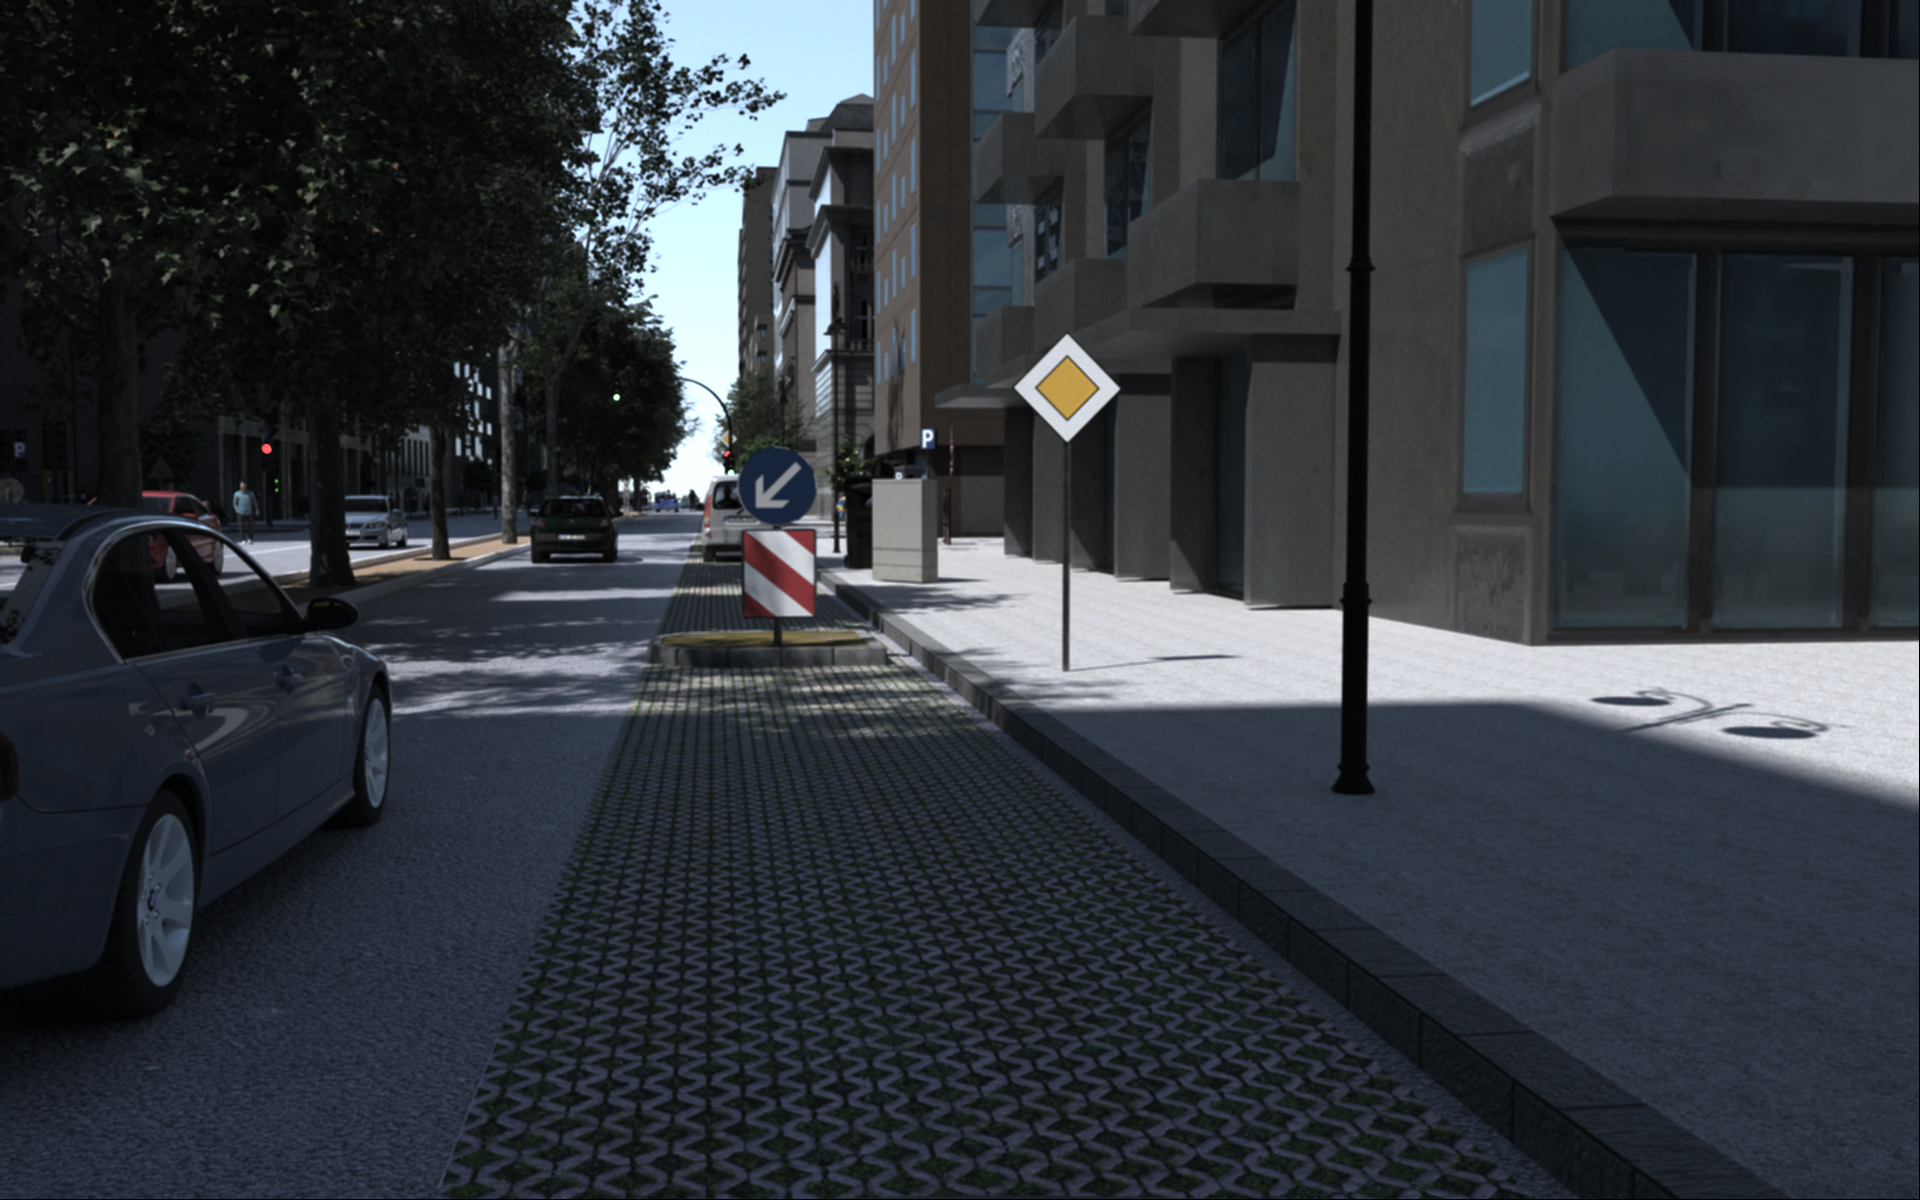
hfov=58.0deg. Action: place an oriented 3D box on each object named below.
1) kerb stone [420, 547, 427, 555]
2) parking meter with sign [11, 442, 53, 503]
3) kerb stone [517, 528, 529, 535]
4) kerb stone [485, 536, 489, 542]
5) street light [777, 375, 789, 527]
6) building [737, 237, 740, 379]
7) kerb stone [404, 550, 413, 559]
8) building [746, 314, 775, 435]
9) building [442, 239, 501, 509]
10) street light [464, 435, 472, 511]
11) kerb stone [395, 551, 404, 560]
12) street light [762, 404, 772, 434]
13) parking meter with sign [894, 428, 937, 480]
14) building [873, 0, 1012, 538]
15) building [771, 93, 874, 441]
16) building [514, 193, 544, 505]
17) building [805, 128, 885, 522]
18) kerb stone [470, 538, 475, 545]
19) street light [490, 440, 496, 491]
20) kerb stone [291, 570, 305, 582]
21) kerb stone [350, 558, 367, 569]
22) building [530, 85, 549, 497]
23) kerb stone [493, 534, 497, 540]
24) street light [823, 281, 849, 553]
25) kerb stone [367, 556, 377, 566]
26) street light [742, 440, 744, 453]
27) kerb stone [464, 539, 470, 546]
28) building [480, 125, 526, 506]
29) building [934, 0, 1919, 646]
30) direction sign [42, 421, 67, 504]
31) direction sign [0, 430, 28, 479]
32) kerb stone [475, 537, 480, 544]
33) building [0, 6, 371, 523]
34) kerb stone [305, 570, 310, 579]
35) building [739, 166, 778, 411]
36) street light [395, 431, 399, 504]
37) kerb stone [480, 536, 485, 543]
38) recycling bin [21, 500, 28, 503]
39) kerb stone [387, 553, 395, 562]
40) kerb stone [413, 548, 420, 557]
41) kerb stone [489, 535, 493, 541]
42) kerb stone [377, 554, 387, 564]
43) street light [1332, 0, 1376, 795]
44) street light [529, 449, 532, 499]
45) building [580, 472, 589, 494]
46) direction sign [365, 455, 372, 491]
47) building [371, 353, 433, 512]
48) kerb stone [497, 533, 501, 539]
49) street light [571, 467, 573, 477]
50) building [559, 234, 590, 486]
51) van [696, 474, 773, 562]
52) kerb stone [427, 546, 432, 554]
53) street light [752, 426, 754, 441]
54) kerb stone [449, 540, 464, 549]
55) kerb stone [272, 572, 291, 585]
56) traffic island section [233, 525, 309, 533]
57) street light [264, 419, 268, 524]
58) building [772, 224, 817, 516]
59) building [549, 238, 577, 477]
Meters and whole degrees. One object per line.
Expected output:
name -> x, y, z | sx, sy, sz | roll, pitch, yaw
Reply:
kerb stone -> -12.639, -1.113, 40.410 | 0.120, 0.150, 1.000 | -1, 4, -8
parking meter with sign -> -30.582, -3.748, 57.549 | 1.738, 3.016, 0.543 | 1, 4, 17
kerb stone -> -15.835, -2.480, 62.739 | 0.120, 0.150, 1.000 | -1, 4, -8
kerb stone -> -14.240, -1.797, 51.580 | 0.120, 0.150, 1.000 | -1, 4, -8
street light -> -6.863, -5.782, 67.319 | 0.468, 5.910, 1.993 | -1, 4, -8
building -> -27.353, -41.297, 298.911 | 21.300, 48.544, 21.600 | -1, 4, -8
kerb stone -> -12.333, -0.990, 38.378 | 0.120, 0.150, 1.000 | -1, 4, -8
building -> -11.875, -22.411, 211.463 | 27.650, 21.520, 28.899 | -1, 4, -8
building -> -55.939, -33.035, 159.733 | 23.786, 49.044, 30.456 | -1, 4, -8
street light -> -37.798, -9.815, 133.267 | 0.468, 5.910, 1.993 | -1, 4, -8
kerb stone -> -12.197, -0.921, 37.359 | 0.120, 0.150, 1.000 | -1, 4, -8
street light -> -9.875, -7.098, 88.837 | 0.468, 5.910, 1.993 | -1, 4, -8
parking meter with sign -> -1.392, -3.009, 45.452 | 0.543, 3.016, 1.738 | 3, 5, 43
building -> 4.676, -24.875, 56.818 | 14.600, 45.320, 14.200 | -1, 4, -8
building -> -8.712, -21.953, 136.417 | 11.434, 29.767, 29.804 | -1, 4, -8
building -> -58.625, -32.235, 210.629 | 14.154, 41.232, 14.086 | -1, 4, -8
building -> 4.741, -14.931, 85.914 | 24.055, 21.916, 13.314 | -1, 4, -8
kerb stone -> -13.805, -1.607, 48.538 | 0.120, 0.150, 1.000 | -1, 4, -8
street light -> -40.167, -10.792, 149.242 | 0.468, 5.910, 1.993 | -1, 4, -8
kerb stone -> -10.895, -0.368, 28.223 | 0.120, 0.150, 1.000 | -1, 4, -8
kerb stone -> -11.608, -0.677, 33.291 | 0.120, 0.150, 1.000 | -1, 4, -8
building -> -68.468, -56.931, 243.485 | 22.319, 86.520, 31.000 | -1, 4, -8
kerb stone -> -14.525, -1.920, 53.605 | 0.120, 0.150, 1.000 | -1, 4, -8
street light -> -2.695, -3.970, 37.699 | 0.468, 5.910, 1.993 | -1, 4, -8
kerb stone -> -11.762, -0.741, 34.308 | 0.120, 0.150, 1.000 | -1, 4, -8
street light -> -18.540, -10.738, 148.351 | 0.468, 5.910, 1.993 | -1, 4, -8
kerb stone -> -13.654, -1.547, 47.520 | 0.120, 0.150, 1.000 | -1, 4, -8
building -> -62.738, -36.666, 188.727 | 28.713, 52.752, 27.495 | -1, 4, -8
building -> 12.421, -24.929, 27.196 | 23.786, 49.044, 30.456 | -1, 4, -8
direction sign -> -28.247, -3.797, 54.079 | 0.876, 3.537, 0.379 | 1, 4, 16
direction sign -> -33.302, -4.218, 60.964 | 0.876, 3.537, 0.379 | -1, 4, -20
kerb stone -> -13.942, -1.673, 49.552 | 0.120, 0.150, 1.000 | -1, 4, -8
building -> -43.951, -17.441, 89.682 | 19.350, 26.468, 34.151 | -1, 4, -8
kerb stone -> -11.036, -0.419, 29.237 | 0.120, 0.150, 1.000 | -1, 4, -8
building -> -20.759, -38.480, 252.854 | 21.300, 48.544, 21.600 | -1, 4, -8
street light -> -33.638, -7.984, 103.331 | 0.468, 5.910, 1.993 | -1, 4, -8
kerb stone -> -14.084, -1.735, 50.570 | 0.120, 0.150, 1.000 | -1, 4, -8
recycling bin -> -39.062, -3.675, 72.646 | 0.722, 1.027, 0.722 | 3, 5, 43
kerb stone -> -12.057, -0.865, 36.346 | 0.120, 0.150, 1.000 | -1, 4, -8
kerb stone -> -12.487, -1.052, 39.394 | 0.120, 0.150, 1.000 | -1, 4, -8
kerb stone -> -14.387, -1.859, 52.592 | 0.120, 0.150, 1.000 | -1, 4, -8
kerb stone -> -11.899, -0.803, 35.327 | 0.120, 0.150, 1.000 | -1, 4, -8
street light -> 1.697, -2.110, 7.293 | 0.468, 5.910, 1.993 | -1, 4, -8
street light -> -44.358, -12.611, 178.983 | 0.468, 5.910, 1.993 | -1, 4, -8
building -> -68.332, -31.232, 282.347 | 14.160, 30.474, 14.107 | -1, 4, -8
direction sign -> -34.262, -6.630, 100.403 | 0.379, 3.537, 0.876 | 0, 4, 6
building -> -46.551, -17.646, 121.789 | 16.112, 22.955, 30.059 | -1, 4, -8
kerb stone -> -14.665, -1.983, 54.618 | 0.120, 0.150, 1.000 | -1, 4, -8
street light -> -52.061, -15.869, 232.239 | 0.468, 5.910, 1.993 | -1, 4, -8
building -> -70.915, -39.492, 295.796 | 14.600, 45.320, 14.200 | -1, 4, -8
van -> -4.749, -1.875, 37.675 | 2.013, 2.044, 4.112 | 0, 4, -7
kerb stone -> -12.778, -1.176, 41.429 | 0.120, 0.150, 1.000 | -1, 4, -8
street light -> -14.107, -8.909, 118.448 | 0.468, 5.910, 1.993 | -1, 4, -8
kerb stone -> -13.510, -1.482, 46.509 | 0.120, 0.150, 1.000 | -1, 4, -8
kerb stone -> -10.744, -0.307, 27.212 | 0.120, 0.150, 1.000 | -1, 4, -8
traffic island section -> -26.070, -2.640, 65.449 | 2.009, 0.180, 2.903 | -1, 4, -8
street light -> -29.311, -6.139, 73.165 | 0.468, 5.910, 1.993 | -1, 4, -8
building -> -6.515, -15.147, 112.274 | 10.561, 19.102, 19.286 | -1, 4, -8
building -> -66.820, -35.743, 267.987 | 14.154, 41.232, 14.086 | -1, 4, -8
